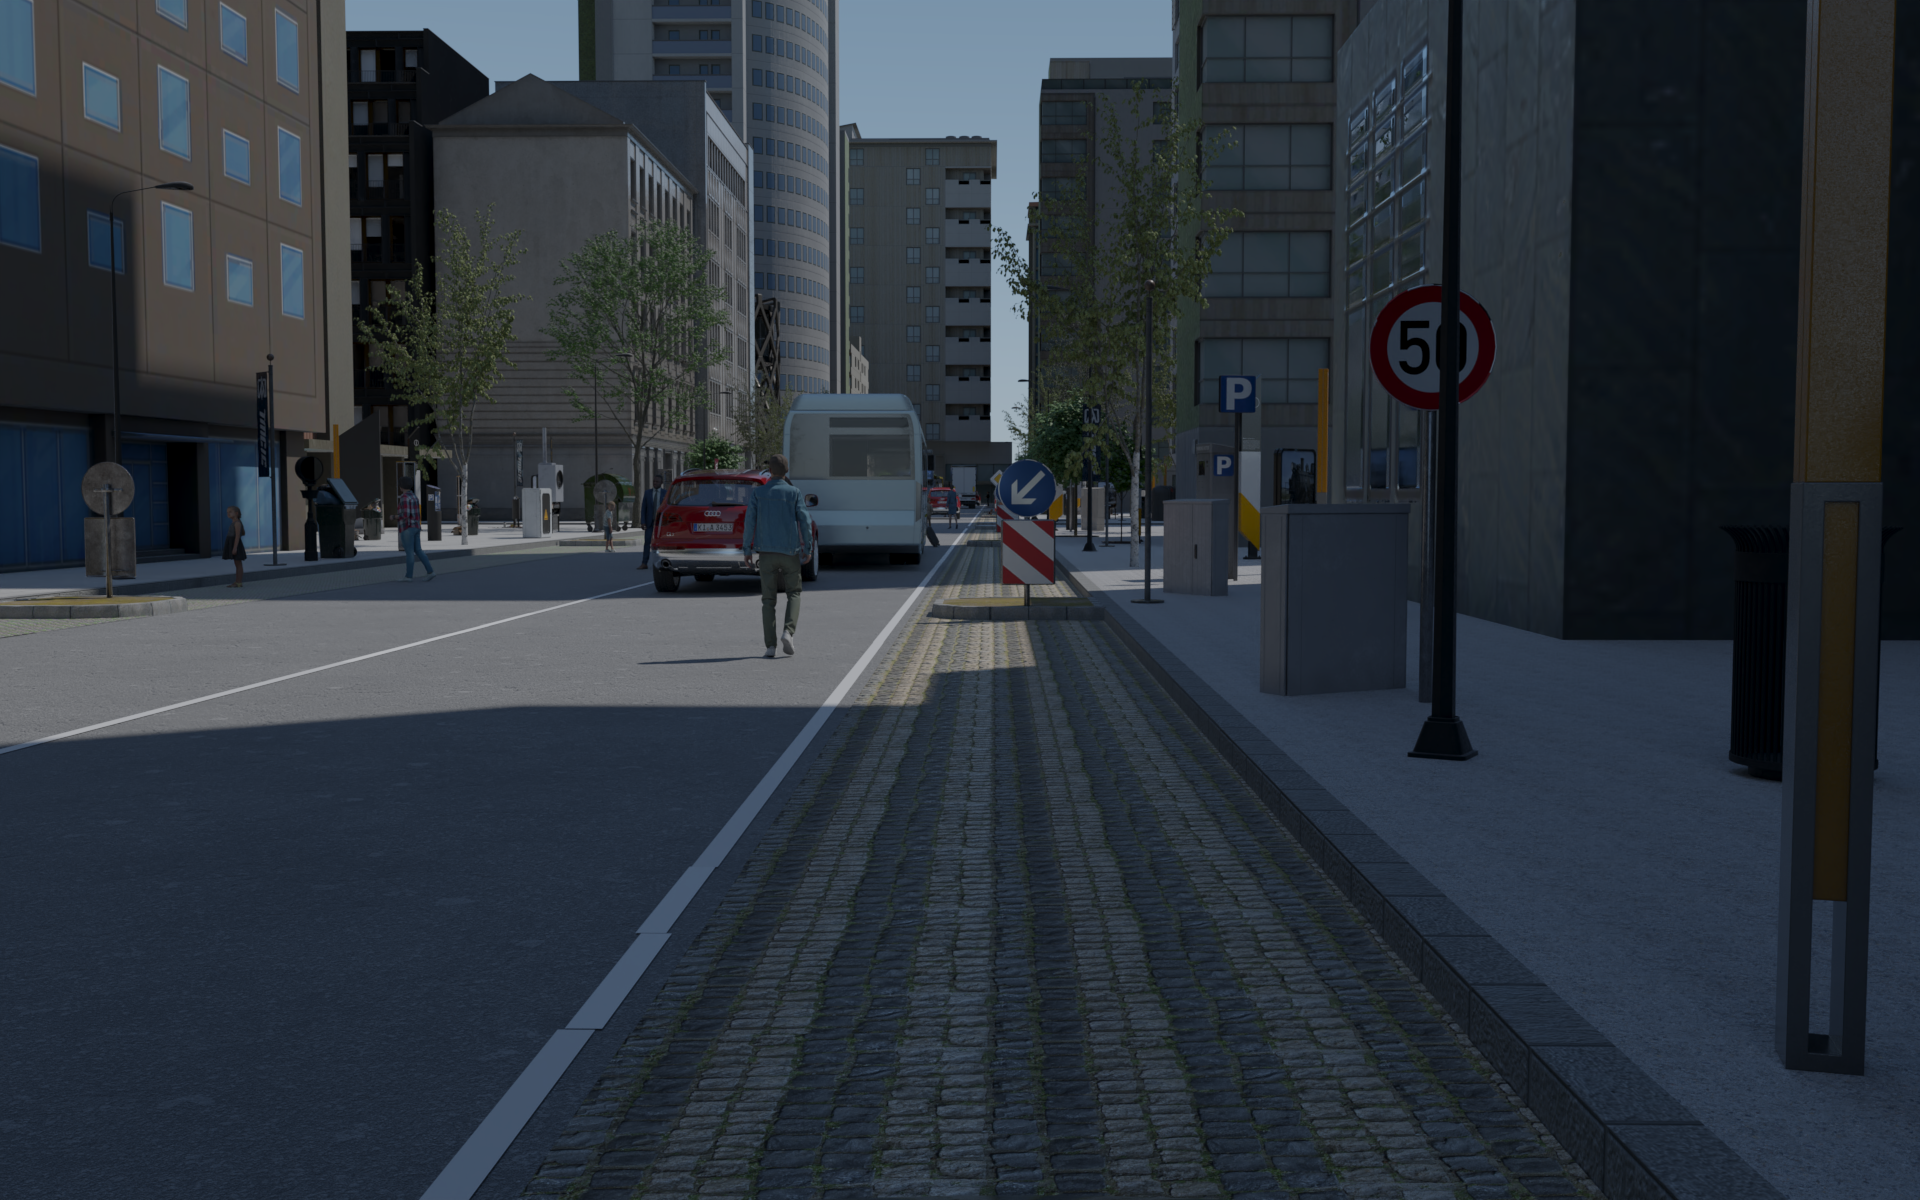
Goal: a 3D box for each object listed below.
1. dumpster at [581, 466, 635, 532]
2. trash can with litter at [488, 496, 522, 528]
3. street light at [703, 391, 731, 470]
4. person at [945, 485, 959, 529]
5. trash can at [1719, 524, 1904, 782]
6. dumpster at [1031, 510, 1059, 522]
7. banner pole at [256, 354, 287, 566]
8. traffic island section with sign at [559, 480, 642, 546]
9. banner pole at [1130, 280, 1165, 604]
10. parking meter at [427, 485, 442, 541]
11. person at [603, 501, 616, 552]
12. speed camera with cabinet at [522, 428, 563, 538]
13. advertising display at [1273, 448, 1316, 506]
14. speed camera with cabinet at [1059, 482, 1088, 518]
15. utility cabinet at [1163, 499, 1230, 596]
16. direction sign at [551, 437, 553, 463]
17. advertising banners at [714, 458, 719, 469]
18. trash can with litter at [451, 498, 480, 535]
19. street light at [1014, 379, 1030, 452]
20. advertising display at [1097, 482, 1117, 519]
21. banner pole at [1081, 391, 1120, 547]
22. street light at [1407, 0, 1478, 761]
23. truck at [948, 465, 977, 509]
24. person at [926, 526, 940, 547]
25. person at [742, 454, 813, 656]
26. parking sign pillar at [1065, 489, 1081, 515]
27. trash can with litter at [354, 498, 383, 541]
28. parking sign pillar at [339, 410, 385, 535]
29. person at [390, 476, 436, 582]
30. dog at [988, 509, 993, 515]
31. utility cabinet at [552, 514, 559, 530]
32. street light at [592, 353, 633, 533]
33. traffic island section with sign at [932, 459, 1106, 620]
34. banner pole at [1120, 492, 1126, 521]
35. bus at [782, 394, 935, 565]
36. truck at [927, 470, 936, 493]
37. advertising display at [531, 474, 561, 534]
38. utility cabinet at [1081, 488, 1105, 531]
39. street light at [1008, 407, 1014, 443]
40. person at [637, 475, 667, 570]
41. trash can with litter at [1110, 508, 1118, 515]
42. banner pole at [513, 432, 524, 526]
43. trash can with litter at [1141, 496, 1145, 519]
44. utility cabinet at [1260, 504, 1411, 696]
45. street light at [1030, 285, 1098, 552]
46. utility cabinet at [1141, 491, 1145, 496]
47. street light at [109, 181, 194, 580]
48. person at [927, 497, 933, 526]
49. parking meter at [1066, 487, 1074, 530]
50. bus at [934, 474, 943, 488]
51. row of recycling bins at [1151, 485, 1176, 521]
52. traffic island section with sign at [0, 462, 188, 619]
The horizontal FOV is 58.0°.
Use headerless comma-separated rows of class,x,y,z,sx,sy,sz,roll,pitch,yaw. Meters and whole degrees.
dumpster,-12.066,-3.476,59.334,1.502,2.255,1.985,0,4,1
trash can with litter,-16.729,-3.320,65.338,1.678,1.210,2.233,-2,4,-32
street light,-11.031,-6.475,78.406,1.470,5.913,1.316,0,4,1
person,-0.317,-3.826,71.076,0.581,1.822,0.654,-1,4,-21
trash can,3.828,0.233,7.841,0.748,1.137,0.748,0,3,0
dumpster,3.905,-4.741,80.003,1.502,2.255,1.985,0,4,1
banner pole,-12.458,-2.516,31.154,0.401,3.779,0.863,-3,5,-44
traffic island section with sign,-9.918,-2.415,48.111,1.989,1.847,2.006,0,4,1
banner pole,2.230,-1.869,20.581,0.401,3.779,0.863,0,4,4
parking meter,-14.394,-2.385,47.411,0.372,1.533,0.369,0,3,0
person,-8.641,-1.807,42.728,0.352,1.250,0.332,2,4,23
speed camera with cabinet,-12.257,-3.461,50.919,0.660,3.252,2.038,0,4,6
advertising display,4.756,-1.187,24.623,0.123,1.923,0.974,3,5,41
speed camera with cabinet,6.130,-6.123,94.442,2.038,3.252,0.660,-3,4,-37
utility cabinet,3.012,-0.675,22.200,0.306,1.237,1.020,-2,4,-30
direction sign,-16.143,-4.681,68.531,0.379,3.537,0.876,-1,4,-11
advertising banners,-12.110,-5.380,84.156,0.090,3.025,2.074,1,4,15
trash can with litter,-15.383,-2.589,53.713,1.055,1.170,0.624,2,4,32
street light,3.030,-5.968,70.124,1.470,5.913,1.316,0,4,1
advertising display,7.442,-5.046,87.709,0.974,1.923,0.123,0,4,7
banner pole,3.360,-3.190,42.180,0.863,3.779,0.401,1,4,20
street light,1.828,-2.189,8.334,1.470,5.913,1.316,0,4,1
truck,0.299,-11.215,172.283,2.839,4.237,11.283,0,4,-1
person,-1.286,-2.314,46.545,1.509,1.804,0.699,-1,4,-11
person,-1.602,-0.391,15.244,0.601,1.785,0.444,0,4,-2
parking sign pillar,6.980,-7.250,107.002,1.447,3.967,1.447,-2,4,-24
trash can with litter,-16.522,-2.234,47.908,1.055,1.170,0.624,-1,4,-8
parking sign pillar,-19.179,-4.090,55.345,1.447,3.967,1.447,-1,4,-13
person,-8.936,-1.157,28.247,0.643,1.720,0.563,0,4,8
dog,1.881,-5.404,107.648,0.540,0.507,0.406,2,4,27
utility cabinet,-14.893,-3.237,61.609,1.173,1.500,0.318,0,4,-7
street light,-11.497,-5.184,57.294,1.470,5.913,1.316,0,4,1
traffic island section with sign,0.676,-0.724,20.462,1.989,1.847,2.006,0,4,1
banner pole,7.706,-5.699,83.194,0.401,3.779,0.863,-1,4,-20
bus,-2.049,-2.661,38.368,2.948,3.499,13.247,0,4,-1
truck,-3.712,-11.577,179.036,2.967,4.110,18.799,0,4,1
advertising display,-14.056,-3.277,58.791,0.974,1.923,0.123,-2,4,-30
utility cabinet,4.568,-3.120,59.696,0.318,1.500,1.173,-2,4,-24
street light,3.428,-7.314,92.131,1.470,5.913,1.316,0,4,1
person,-5.822,-1.491,33.053,0.721,1.800,0.419,-1,4,-11
trash can with litter,9.028,-5.731,104.752,1.678,1.210,2.233,1,4,11
banner pole,-17.941,-4.910,70.288,0.401,3.779,0.863,-3,5,-45
trash can with litter,9.612,-4.842,90.556,0.624,1.170,1.055,1,4,21
utility cabinet,2.443,-0.009,11.312,1.020,1.237,0.306,-2,4,-28
street light,2.360,-4.041,38.611,1.470,5.913,1.316,0,4,1
utility cabinet,11.711,-6.201,110.072,0.318,1.500,1.173,1,4,17
street light,-12.086,-3.264,25.906,1.470,5.913,1.316,0,4,1
person,-1.258,-3.312,66.922,0.475,1.303,0.640,0,4,5
parking meter,3.960,-3.259,61.693,0.372,1.533,0.369,0,3,0
bus,-3.636,-13.270,208.504,2.896,3.916,12.252,0,4,3
row of recycling bins,9.827,-4.679,83.618,1.069,1.692,3.534,1,4,15
traffic island section with sign,-10.441,-0.737,20.686,1.989,1.847,2.006,0,4,1
